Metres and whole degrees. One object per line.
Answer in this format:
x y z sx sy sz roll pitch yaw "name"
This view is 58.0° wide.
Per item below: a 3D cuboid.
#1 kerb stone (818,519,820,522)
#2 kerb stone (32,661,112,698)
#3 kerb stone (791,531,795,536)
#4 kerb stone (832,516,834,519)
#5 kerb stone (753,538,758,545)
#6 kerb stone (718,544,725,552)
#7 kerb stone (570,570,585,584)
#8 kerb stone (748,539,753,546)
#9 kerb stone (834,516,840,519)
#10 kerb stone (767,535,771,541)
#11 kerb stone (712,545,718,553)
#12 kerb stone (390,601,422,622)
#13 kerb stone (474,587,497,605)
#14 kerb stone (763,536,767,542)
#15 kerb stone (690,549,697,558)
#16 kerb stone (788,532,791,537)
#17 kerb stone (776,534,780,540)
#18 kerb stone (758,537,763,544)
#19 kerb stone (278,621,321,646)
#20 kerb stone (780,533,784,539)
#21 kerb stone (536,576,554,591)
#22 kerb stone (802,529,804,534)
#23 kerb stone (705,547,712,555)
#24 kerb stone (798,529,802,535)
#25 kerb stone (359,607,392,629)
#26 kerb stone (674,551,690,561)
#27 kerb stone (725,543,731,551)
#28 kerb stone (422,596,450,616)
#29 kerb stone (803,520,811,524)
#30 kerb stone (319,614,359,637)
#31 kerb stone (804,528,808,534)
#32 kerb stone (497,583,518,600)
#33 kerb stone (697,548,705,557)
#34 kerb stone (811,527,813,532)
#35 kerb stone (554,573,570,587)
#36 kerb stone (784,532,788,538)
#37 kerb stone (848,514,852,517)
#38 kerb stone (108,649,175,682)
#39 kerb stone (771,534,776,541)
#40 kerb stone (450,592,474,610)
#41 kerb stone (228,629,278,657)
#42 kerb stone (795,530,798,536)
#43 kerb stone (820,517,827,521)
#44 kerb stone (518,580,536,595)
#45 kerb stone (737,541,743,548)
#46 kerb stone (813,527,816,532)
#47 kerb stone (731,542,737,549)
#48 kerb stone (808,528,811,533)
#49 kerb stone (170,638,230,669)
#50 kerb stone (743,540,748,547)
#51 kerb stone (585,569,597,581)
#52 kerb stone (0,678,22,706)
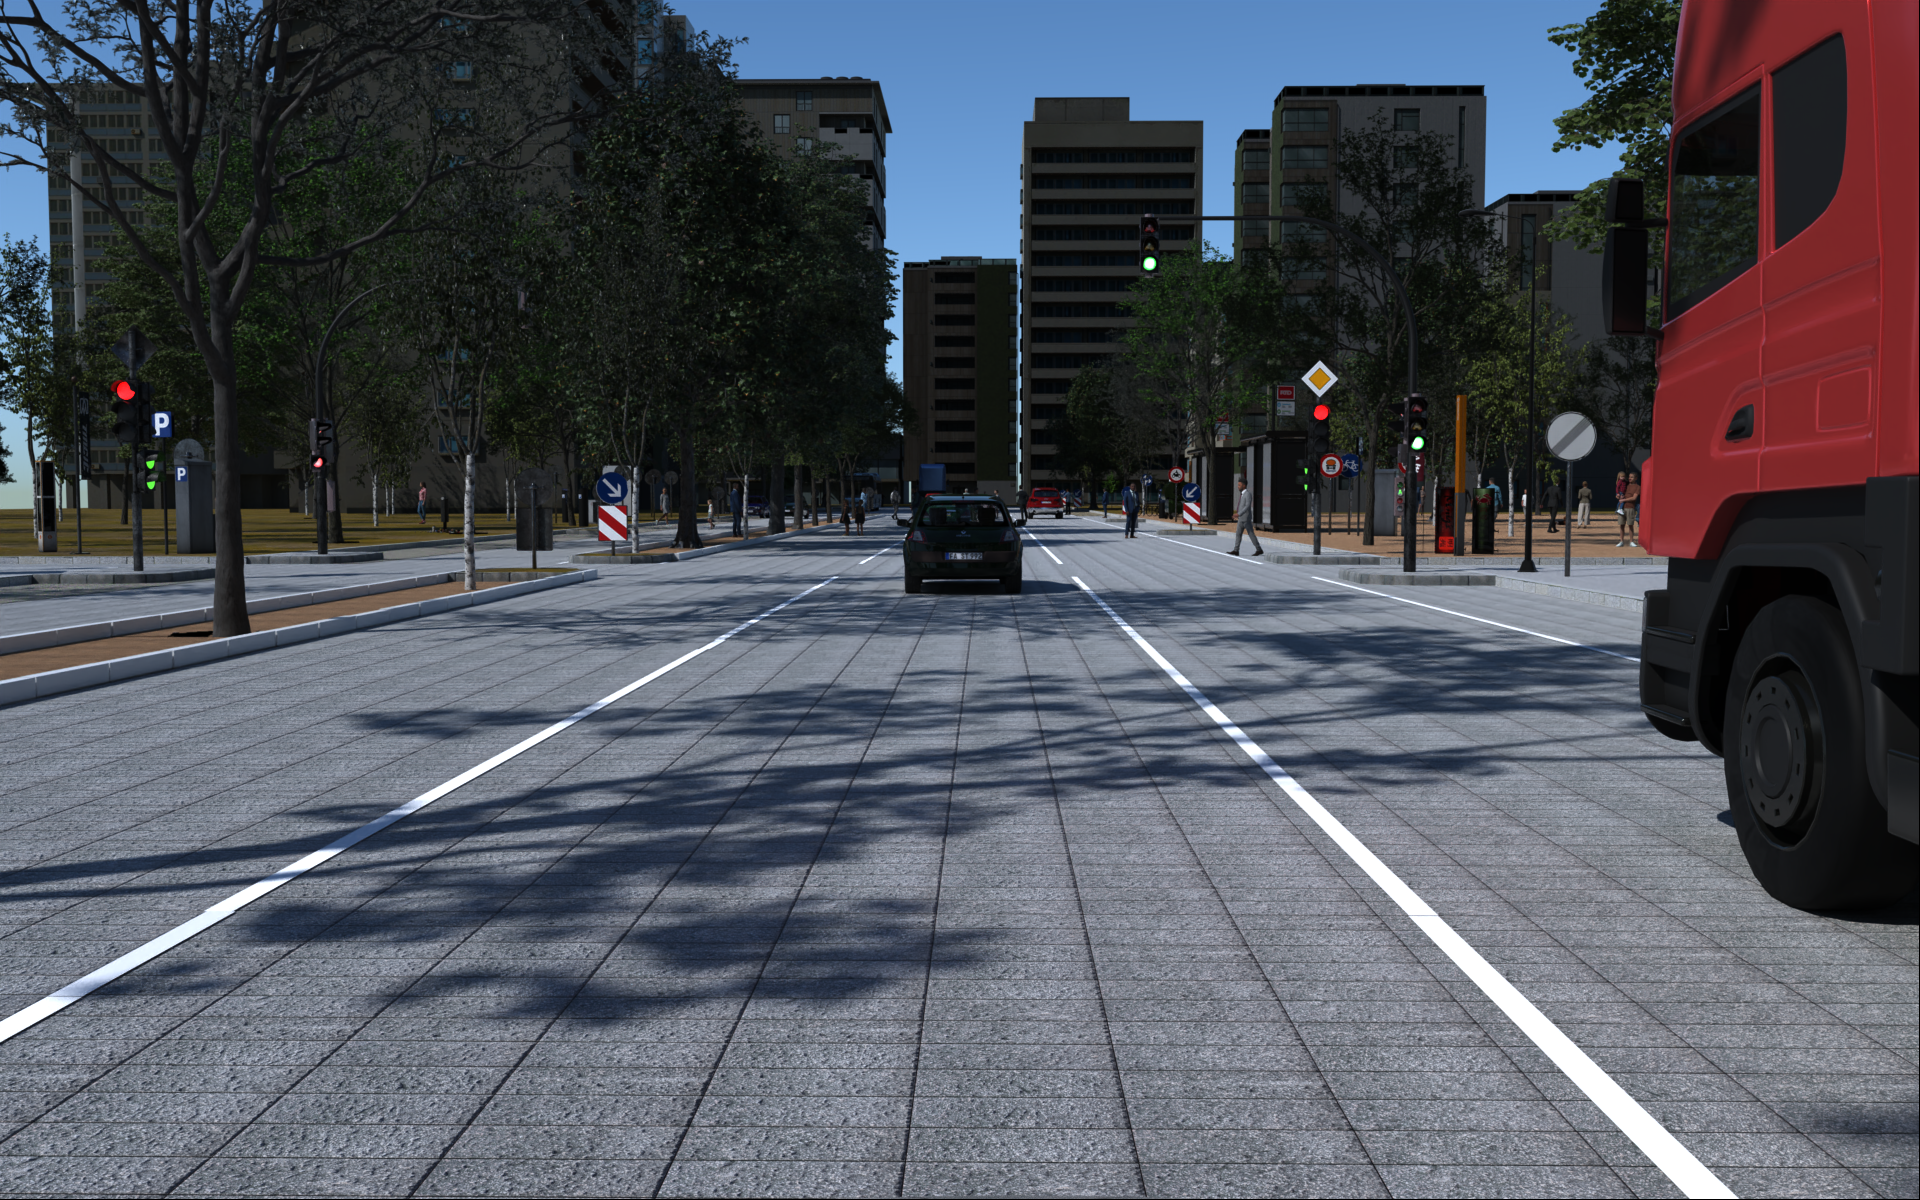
-7.376 -4.023 88.009 0.120 0.150 1.000 0 4 1 "kerb stone"
-6.532 0.584 12.655 0.120 0.150 1.000 0 4 1 "kerb stone"
-5.762 -2.205 58.312 0.120 0.150 1.000 0 4 1 "kerb stone"
-7.235 -4.527 96.208 0.120 0.150 1.000 0 4 1 "kerb stone"
-5.925 -1.645 49.086 0.120 0.150 1.000 0 4 1 "kerb stone"
-6.018 -1.269 42.936 0.120 0.150 1.000 0 4 1 "kerb stone"
-6.282 -0.353 28.007 0.120 0.150 1.000 0 4 1 "kerb stone"
-5.941 -1.582 48.064 0.120 0.150 1.000 0 4 1 "kerb stone"
-7.174 -4.777 100.302 0.120 0.150 1.000 0 4 1 "kerb stone"
-5.878 -1.833 52.166 0.120 0.150 1.000 0 4 1 "kerb stone"
-6.047 -1.203 41.914 0.120 0.150 1.000 0 4 1 "kerb stone"
-6.414 0.145 19.827 0.120 0.150 1.000 0 4 1 "kerb stone"
-6.351 -0.039 22.896 0.120 0.150 1.000 0 4 1 "kerb stone"
-5.884 -1.771 51.144 0.120 0.150 1.000 0 4 1 "kerb stone"
-6.097 -1.012 38.830 0.120 0.150 1.000 0 4 1 "kerb stone"
-5.789 -2.140 57.289 0.120 0.150 1.000 0 4 1 "kerb stone"
-5.836 -1.945 54.211 0.120 0.150 1.000 0 4 1 "kerb stone"
-5.900 -1.708 50.116 0.120 0.150 1.000 0 4 1 "kerb stone"
-6.461 0.335 16.756 0.120 0.150 1.000 0 4 1 "kerb stone"
-5.824 -2.021 55.233 0.120 0.150 1.000 0 4 1 "kerb stone"
-6.309 -0.223 25.964 0.120 0.150 1.000 0 4 1 "kerb stone"
-5.723 -2.398 61.398 0.120 0.150 1.000 0 4 1 "kerb stone"
-6.052 -1.138 40.892 0.120 0.150 1.000 0 4 1 "kerb stone"
-5.727 -2.335 60.368 0.120 0.150 1.000 0 4 1 "kerb stone"
-6.426 0.216 18.806 0.120 0.150 1.000 0 4 1 "kerb stone"
-6.103 -0.955 37.803 0.120 0.150 1.000 0 4 1 "kerb stone"
-6.006 -1.331 43.963 0.120 0.150 1.000 0 4 1 "kerb stone"
-6.390 0.083 20.849 0.120 0.150 1.000 0 4 1 "kerb stone"
-7.450 -3.774 83.912 0.120 0.150 1.000 0 4 1 "kerb stone"
-6.442 0.270 17.783 0.120 0.150 1.000 0 4 1 "kerb stone"
-5.698 -2.461 62.435 0.120 0.150 1.000 0 4 1 "kerb stone"
-6.336 -0.105 23.917 0.120 0.150 1.000 0 4 1 "kerb stone"
-6.077 -1.081 39.870 0.120 0.150 1.000 0 4 1 "kerb stone"
-5.667 -2.586 64.484 0.120 0.150 1.000 0 4 1 "kerb stone"
-6.293 -0.293 26.985 0.120 0.150 1.000 0 4 1 "kerb stone"
-5.802 -2.084 56.262 0.120 0.150 1.000 0 4 1 "kerb stone"
-6.994 -5.403 110.542 0.120 0.150 1.000 0 4 1 "kerb stone"
-6.517 0.524 13.677 0.120 0.150 1.000 0 4 1 "kerb stone"
-5.857 -1.896 53.188 0.120 0.150 1.000 0 4 1 "kerb stone"
-6.375 0.020 21.871 0.120 0.150 1.000 0 4 1 "kerb stone"
-6.485 0.395 15.733 0.120 0.150 1.000 0 4 1 "kerb stone"
-5.747 -2.272 59.345 0.120 0.150 1.000 0 4 1 "kerb stone"
-7.303 -4.276 92.113 0.120 0.150 1.000 0 4 1 "kerb stone"
-6.327 -0.168 24.941 0.120 0.150 1.000 0 4 1 "kerb stone"
-5.976 -1.454 46.015 0.120 0.150 1.000 0 4 1 "kerb stone"
-5.651 -2.649 65.511 0.120 0.150 1.000 0 4 1 "kerb stone"
-5.991 -1.394 44.993 0.120 0.150 1.000 0 4 1 "kerb stone"
-5.680 -2.524 63.459 0.120 0.150 1.000 0 4 1 "kerb stone"
-6.495 0.458 14.702 0.120 0.150 1.000 0 4 1 "kerb stone"
-5.961 -1.518 47.037 0.120 0.150 1.000 0 4 1 "kerb stone"
-6.250 -0.418 29.031 0.120 0.150 1.000 0 4 1 "kerb stone"
-6.544 0.648 11.634 0.120 0.150 1.000 0 4 1 "kerb stone"
